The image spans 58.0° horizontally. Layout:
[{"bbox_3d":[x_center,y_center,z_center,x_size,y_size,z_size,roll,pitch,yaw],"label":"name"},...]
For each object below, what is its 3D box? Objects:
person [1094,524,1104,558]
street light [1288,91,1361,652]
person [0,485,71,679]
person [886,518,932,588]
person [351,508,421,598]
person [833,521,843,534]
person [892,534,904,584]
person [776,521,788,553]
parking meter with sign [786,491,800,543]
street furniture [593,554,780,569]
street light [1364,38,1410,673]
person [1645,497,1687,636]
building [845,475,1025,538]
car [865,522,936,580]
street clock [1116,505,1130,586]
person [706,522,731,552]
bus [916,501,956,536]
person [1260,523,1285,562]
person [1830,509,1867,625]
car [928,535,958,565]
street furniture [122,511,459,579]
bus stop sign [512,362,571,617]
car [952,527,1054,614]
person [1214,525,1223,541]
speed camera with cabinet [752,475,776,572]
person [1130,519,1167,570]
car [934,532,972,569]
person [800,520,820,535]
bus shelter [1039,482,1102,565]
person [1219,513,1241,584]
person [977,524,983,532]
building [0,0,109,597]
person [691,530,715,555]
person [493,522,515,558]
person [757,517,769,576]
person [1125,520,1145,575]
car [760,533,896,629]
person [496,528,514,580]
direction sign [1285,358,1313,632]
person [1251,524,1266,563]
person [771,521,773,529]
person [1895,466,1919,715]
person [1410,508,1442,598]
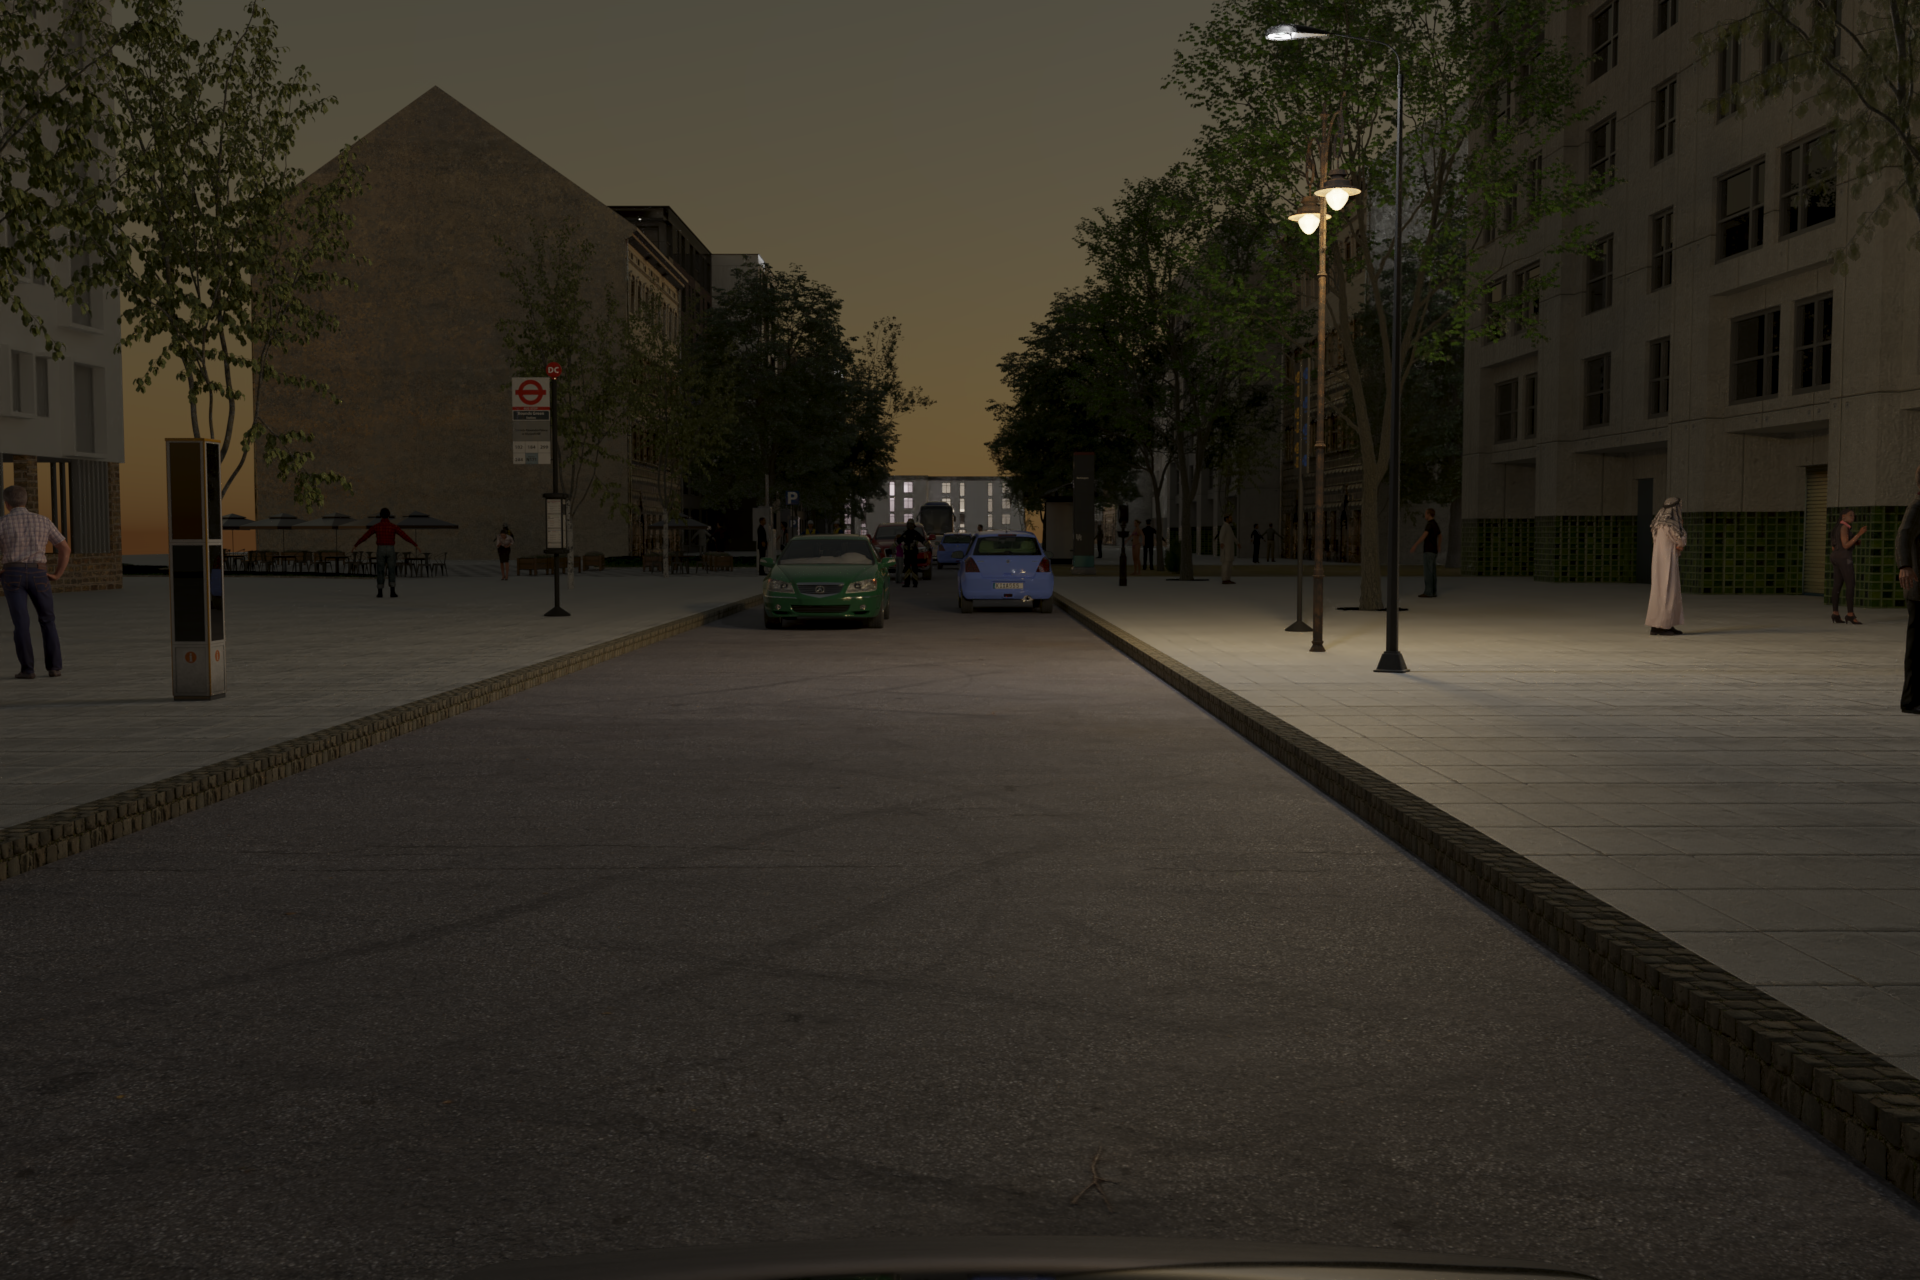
[{"bbox_3d":[7.362,-5.232,91.665,0.705,1.813,1.348,2,4,24],"label":"person"},{"bbox_3d":[3.901,-2.809,18.718,0.468,5.910,1.993,0,3,0],"label":"street light"},{"bbox_3d":[-8.315,-0.513,15.376,0.756,1.711,0.436,-2,4,-32],"label":"person"},{"bbox_3d":[-1.329,-2.338,46.460,1.354,1.856,0.705,1,4,23],"label":"person"},{"bbox_3d":[-11.610,-1.769,35.027,1.345,1.816,0.704,-1,4,-13],"label":"person"},{"bbox_3d":[-5.060,-3.974,70.945,0.705,1.833,1.349,-2,4,-32],"label":"person"},{"bbox_3d":[-1.696,-2.342,50.015,0.599,1.433,0.991,-2,4,-33],"label":"person"},{"bbox_3d":[-7.603,-4.175,74.410,0.704,1.843,1.345,-2,4,-28],"label":"person"},{"bbox_3d":[-6.804,-4.580,71.136,0.543,3.016,1.738,0,4,-1],"label":"parking meter with sign"},{"bbox_3d":[-8.816,-3.137,66.918,10.072,0.657,5.734,0,4,2],"label":"street furniture"},{"bbox_3d":[4.561,-2.654,15.937,1.470,5.913,1.316,0,3,0],"label":"street light"},{"bbox_3d":[8.968,-0.929,21.899,0.621,1.740,0.551,-1,4,-10],"label":"person"},{"bbox_3d":[-4.665,-18.527,247.526,28.070,9.664,9.099,0,4,-1],"label":"building"},{"bbox_3d":[-1.908,-2.871,55.616,2.281,1.827,5.304,0,4,-1],"label":"car"},{"bbox_3d":[4.017,-2.327,42.617,0.358,2.002,0.471,0,3,0],"label":"street clock"},{"bbox_3d":[-10.296,-4.162,74.193,0.704,1.812,1.346,3,5,44],"label":"person"},{"bbox_3d":[-1.732,-8.651,132.998,2.896,3.916,12.251,0,4,0],"label":"bus"},{"bbox_3d":[14.325,-4.497,79.791,1.348,1.796,0.705,2,4,30],"label":"person"},{"bbox_3d":[12.709,-1.054,24.746,0.415,1.643,0.593,-2,4,-32],"label":"person"},{"bbox_3d":[-1.022,-4.224,81.429,2.083,1.381,4.827,0,4,0],"label":"car"},{"bbox_3d":[-28.308,-3.164,56.753,14.083,1.986,27.439,-3,5,-45],"label":"street furniture"},{"bbox_3d":[-6.515,-2.339,26.952,0.855,3.939,0.416,0,4,-1],"label":"bus stop sign"},{"bbox_3d":[0.817,-1.404,32.551,1.945,1.707,3.694,0,4,-1],"label":"car"},{"bbox_3d":[13.550,-5.042,88.621,1.347,1.806,0.705,3,4,38],"label":"person"},{"bbox_3d":[-6.630,-3.935,58.668,0.660,3.252,2.038,0,4,1],"label":"speed camera with cabinet"},{"bbox_3d":[6.737,-3.425,61.929,1.347,1.837,0.705,1,4,10],"label":"person"},{"bbox_3d":[-0.096,-3.792,71.582,1.945,1.707,3.694,0,4,0],"label":"car"},{"bbox_3d":[-5.284,-3.351,61.250,1.216,1.772,0.721,0,4,-2],"label":"person"},{"bbox_3d":[4.415,-4.665,70.198,2.014,3.302,5.546,0,4,-2],"label":"bus shelter"},{"bbox_3d":[6.881,-2.342,44.381,0.704,1.819,1.344,2,4,29],"label":"person"},{"bbox_3d":[0.784,-3.674,68.669,0.704,1.812,1.346,-1,4,-17],"label":"person"},{"bbox_3d":[-24.392,-10.435,27.030,16.016,20.090,11.380,0,4,-1],"label":"building"},{"bbox_3d":[-13.514,-5.188,91.009,1.347,1.806,0.705,1,4,12],"label":"person"},{"bbox_3d":[-22.189,-4.815,84.487,0.705,1.858,1.354,2,4,30],"label":"person"},{"bbox_3d":[-6.092,-2.899,53.617,0.704,1.802,1.346,0,4,-2],"label":"person"},{"bbox_3d":[5.444,-2.890,54.054,0.721,1.733,1.217,-2,4,-25],"label":"person"},{"bbox_3d":[-2.076,-0.976,27.761,2.131,1.459,4.920,0,4,-1],"label":"car"},{"bbox_3d":[-12.619,-2.363,47.862,0.628,1.438,0.799,-3,5,-42],"label":"person"},{"bbox_3d":[4.478,-1.881,22.753,0.379,3.537,0.876,0,3,0],"label":"direction sign"},{"bbox_3d":[13.036,-4.223,75.767,0.721,1.740,1.216,3,5,39],"label":"person"},{"bbox_3d":[-7.793,-3.986,71.034,0.705,1.847,1.347,0,4,6],"label":"person"},{"bbox_3d":[6.959,-0.380,12.392,1.348,1.807,0.705,-3,5,-41],"label":"person"},{"bbox_3d":[9.499,-1.766,35.092,0.705,1.803,1.348,3,4,38],"label":"person"}]
